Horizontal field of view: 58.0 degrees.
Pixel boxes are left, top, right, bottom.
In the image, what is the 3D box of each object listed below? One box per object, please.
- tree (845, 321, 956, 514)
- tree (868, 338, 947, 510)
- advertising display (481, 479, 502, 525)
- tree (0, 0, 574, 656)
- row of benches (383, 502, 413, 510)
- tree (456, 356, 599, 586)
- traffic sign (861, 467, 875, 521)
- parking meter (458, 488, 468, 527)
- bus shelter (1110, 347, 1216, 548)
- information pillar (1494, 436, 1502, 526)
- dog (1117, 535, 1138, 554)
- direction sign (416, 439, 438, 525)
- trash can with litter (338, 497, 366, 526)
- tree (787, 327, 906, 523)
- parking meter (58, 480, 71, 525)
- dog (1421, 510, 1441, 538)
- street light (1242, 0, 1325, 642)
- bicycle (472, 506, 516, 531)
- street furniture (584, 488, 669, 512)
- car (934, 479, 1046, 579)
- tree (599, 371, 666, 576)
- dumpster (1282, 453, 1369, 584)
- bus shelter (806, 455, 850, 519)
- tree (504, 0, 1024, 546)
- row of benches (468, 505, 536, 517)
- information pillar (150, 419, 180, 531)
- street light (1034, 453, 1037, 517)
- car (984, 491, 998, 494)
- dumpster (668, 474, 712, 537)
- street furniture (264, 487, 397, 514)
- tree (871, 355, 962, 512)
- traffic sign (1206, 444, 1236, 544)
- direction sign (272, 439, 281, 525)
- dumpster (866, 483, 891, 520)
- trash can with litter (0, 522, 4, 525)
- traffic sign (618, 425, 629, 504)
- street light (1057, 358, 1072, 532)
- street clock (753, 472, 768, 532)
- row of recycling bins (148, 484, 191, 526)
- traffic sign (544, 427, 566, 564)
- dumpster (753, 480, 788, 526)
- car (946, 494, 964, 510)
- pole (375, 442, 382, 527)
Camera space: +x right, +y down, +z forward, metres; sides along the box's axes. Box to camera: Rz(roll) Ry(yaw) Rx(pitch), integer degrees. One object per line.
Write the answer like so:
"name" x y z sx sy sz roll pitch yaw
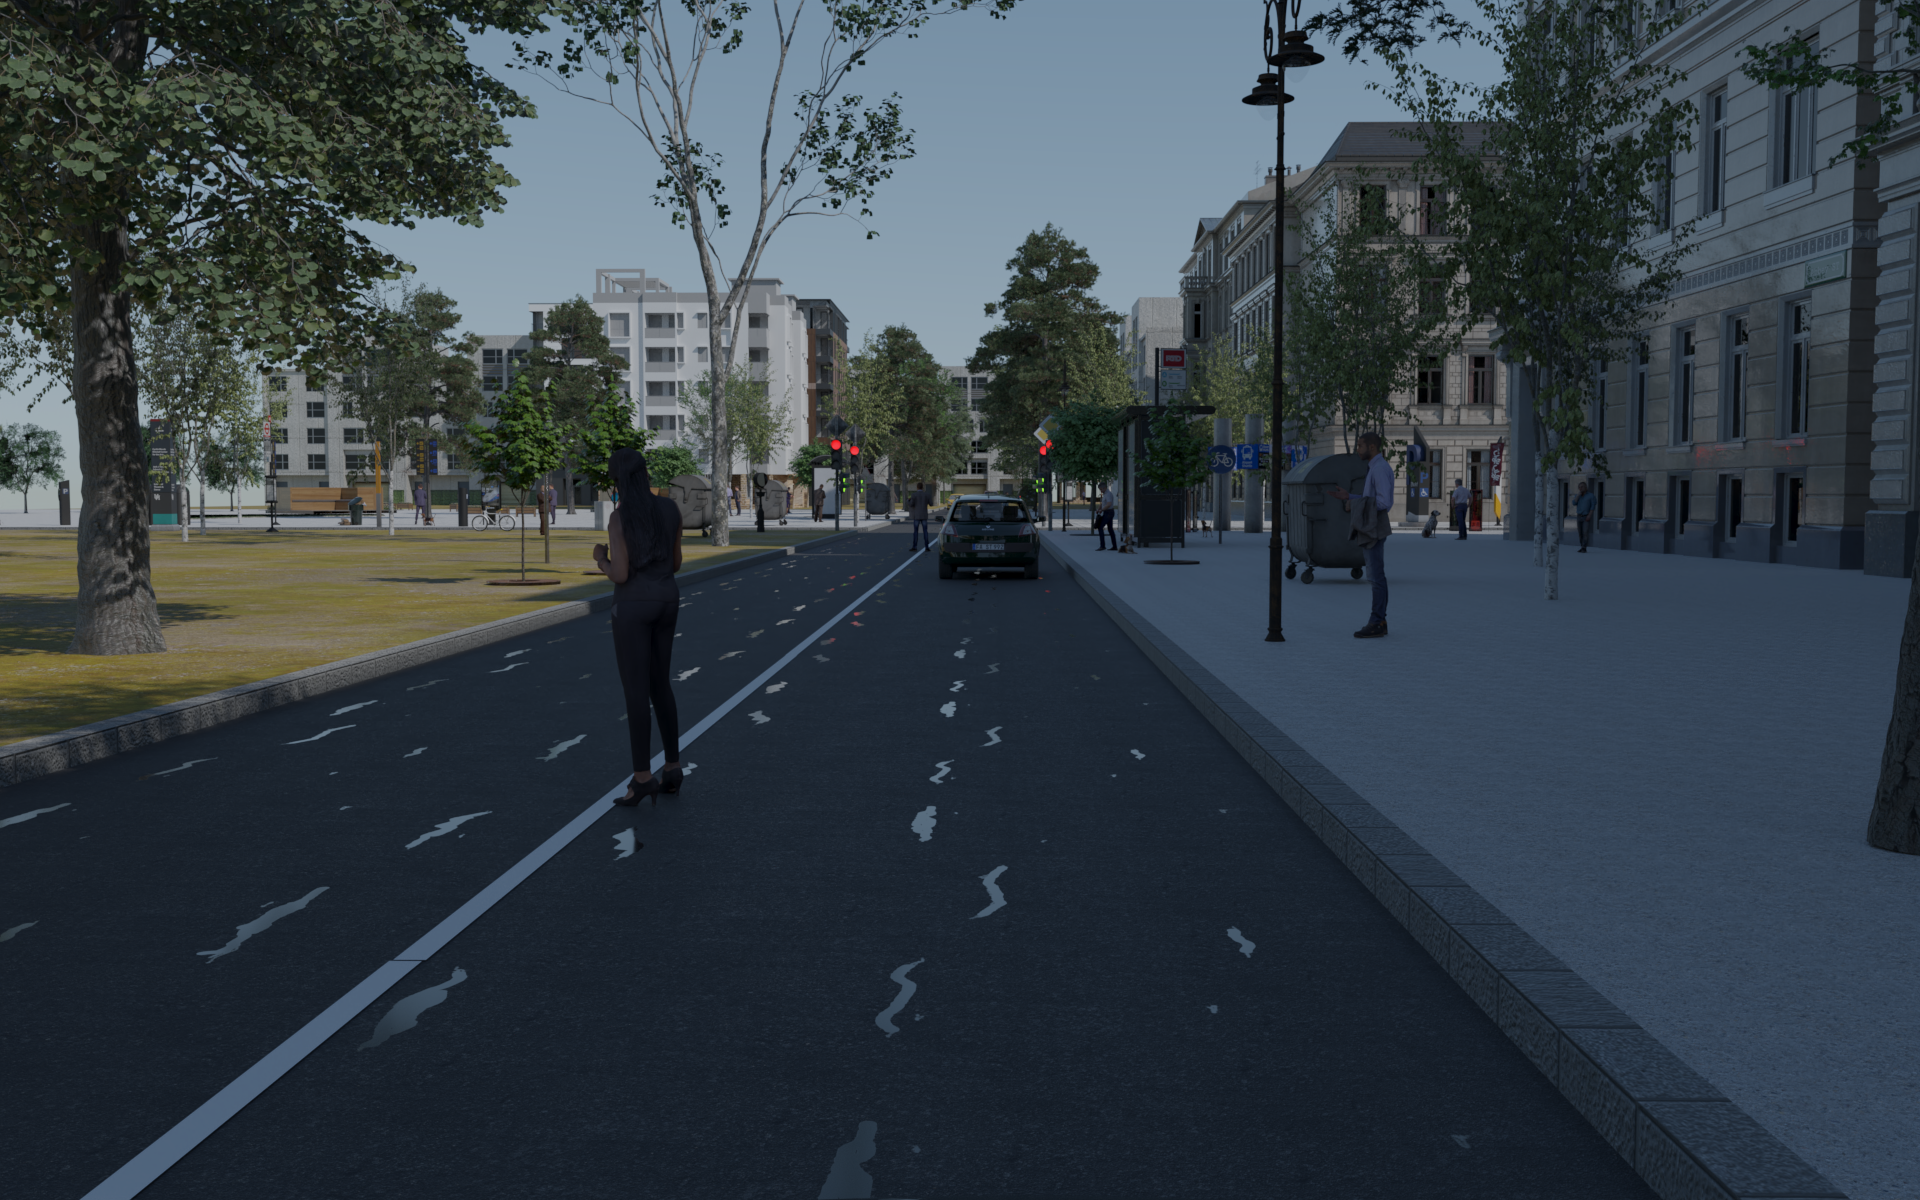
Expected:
"tree" -4.336 -11.421 108.789 6.751 12.117 7.091 0 3 0
"tree" -4.584 -14.041 136.990 7.806 13.903 7.818 0 3 0
"advertising display" -19.385 -4.062 71.635 0.974 1.923 0.123 2 4 25
"tree" -6.823 -6.538 13.547 9.857 13.997 8.962 0 3 0
"row of benches" -45.029 -7.407 136.564 4.104 0.672 1.422 1 4 10
"tree" -6.345 -1.832 24.553 1.663 3.219 1.824 0 3 0
"traffic sign" -4.481 -5.030 82.239 0.884 2.594 0.081 1 4 9
"parking meter" -19.556 -3.653 68.136 0.372 1.533 0.369 0 3 0
"bus shelter" 5.100 -4.134 45.224 2.179 5.291 8.768 0 4 1
"information pillar" 21.694 -4.800 69.828 0.183 3.616 0.504 3 5 42
"dog" 3.665 -1.209 37.505 0.550 0.427 0.748 1 4 22
"direction sign" -21.804 -4.825 70.880 0.876 3.537 0.379 0 4 0
"trash can with litter" -24.818 -3.626 70.680 0.624 1.170 1.055 2 4 34
"tree" -4.528 -7.761 77.253 4.737 8.622 4.395 0 3 0
"parking meter" -36.753 -3.997 71.061 0.255 1.863 0.399 3 5 42
"dog" 13.760 -2.218 50.651 0.513 0.831 0.800 1 4 11
"street light" 2.746 -2.577 14.922 0.468 5.910 1.993 0 4 1
"bicycle" -16.021 -2.837 59.602 1.543 0.972 0.635 0 4 -6
"street furniture" -21.352 -7.108 123.074 9.812 1.723 11.010 -3 5 -40
"car" 0.528 -1.274 30.620 2.009 1.686 4.222 0 4 2
"tree" -5.612 -2.014 27.525 1.663 3.219 1.824 0 3 0
"dumpster" 5.467 -1.194 25.278 1.264 1.857 1.865 0 4 1
"bus shelter" -6.836 -5.988 91.820 2.014 3.302 5.546 0 4 1
"tree" -5.004 -11.310 40.810 12.611 20.169 13.585 0 3 0
"row of benches" -25.904 -4.994 97.107 4.104 0.672 1.422 0 4 -7
"information pillar" -27.496 -4.308 59.818 0.750 3.857 0.750 -1 4 -8
"street light" 4.308 -7.670 98.187 0.468 5.910 1.993 0 4 1
"car" 3.434 -11.200 191.796 2.281 1.827 5.304 0 4 1
"dumpster" -8.022 -2.814 51.759 1.264 1.857 1.865 0 4 1
"street furniture" -41.925 -6.764 117.445 11.010 1.723 9.812 3 5 40
"tree" -3.759 -12.197 125.181 9.928 11.665 9.643 0 3 0
"traffic sign" 6.715 -2.721 44.600 0.768 2.556 0.104 1 4 8
"direction sign" -28.318 -4.867 71.571 0.379 3.537 0.876 -1 4 -14
"dumpster" -4.177 -5.012 87.706 1.264 1.857 1.865 0 4 1
"trash can with litter" -39.878 -3.650 71.066 1.055 1.170 0.624 -2 4 -34
"traffic sign" -6.104 -1.895 31.096 0.768 2.556 0.104 0 4 6
"street light" 3.550 -5.267 58.904 0.468 5.910 1.993 0 4 1
"street clock" -6.693 -3.277 58.150 0.358 2.002 0.471 3 5 44
"row of recycling bins" -33.233 -3.880 70.545 1.069 1.692 3.534 3 5 43
"traffic sign" -7.615 -1.943 31.875 0.768 2.556 0.104 1 4 10
"dumpster" -7.714 -3.964 70.573 1.264 1.857 1.865 0 4 1
"car" -0.238 -8.748 153.253 2.015 1.641 3.980 0 4 3
"pole" -22.621 -4.496 67.359 0.158 3.312 0.155 0 3 0
